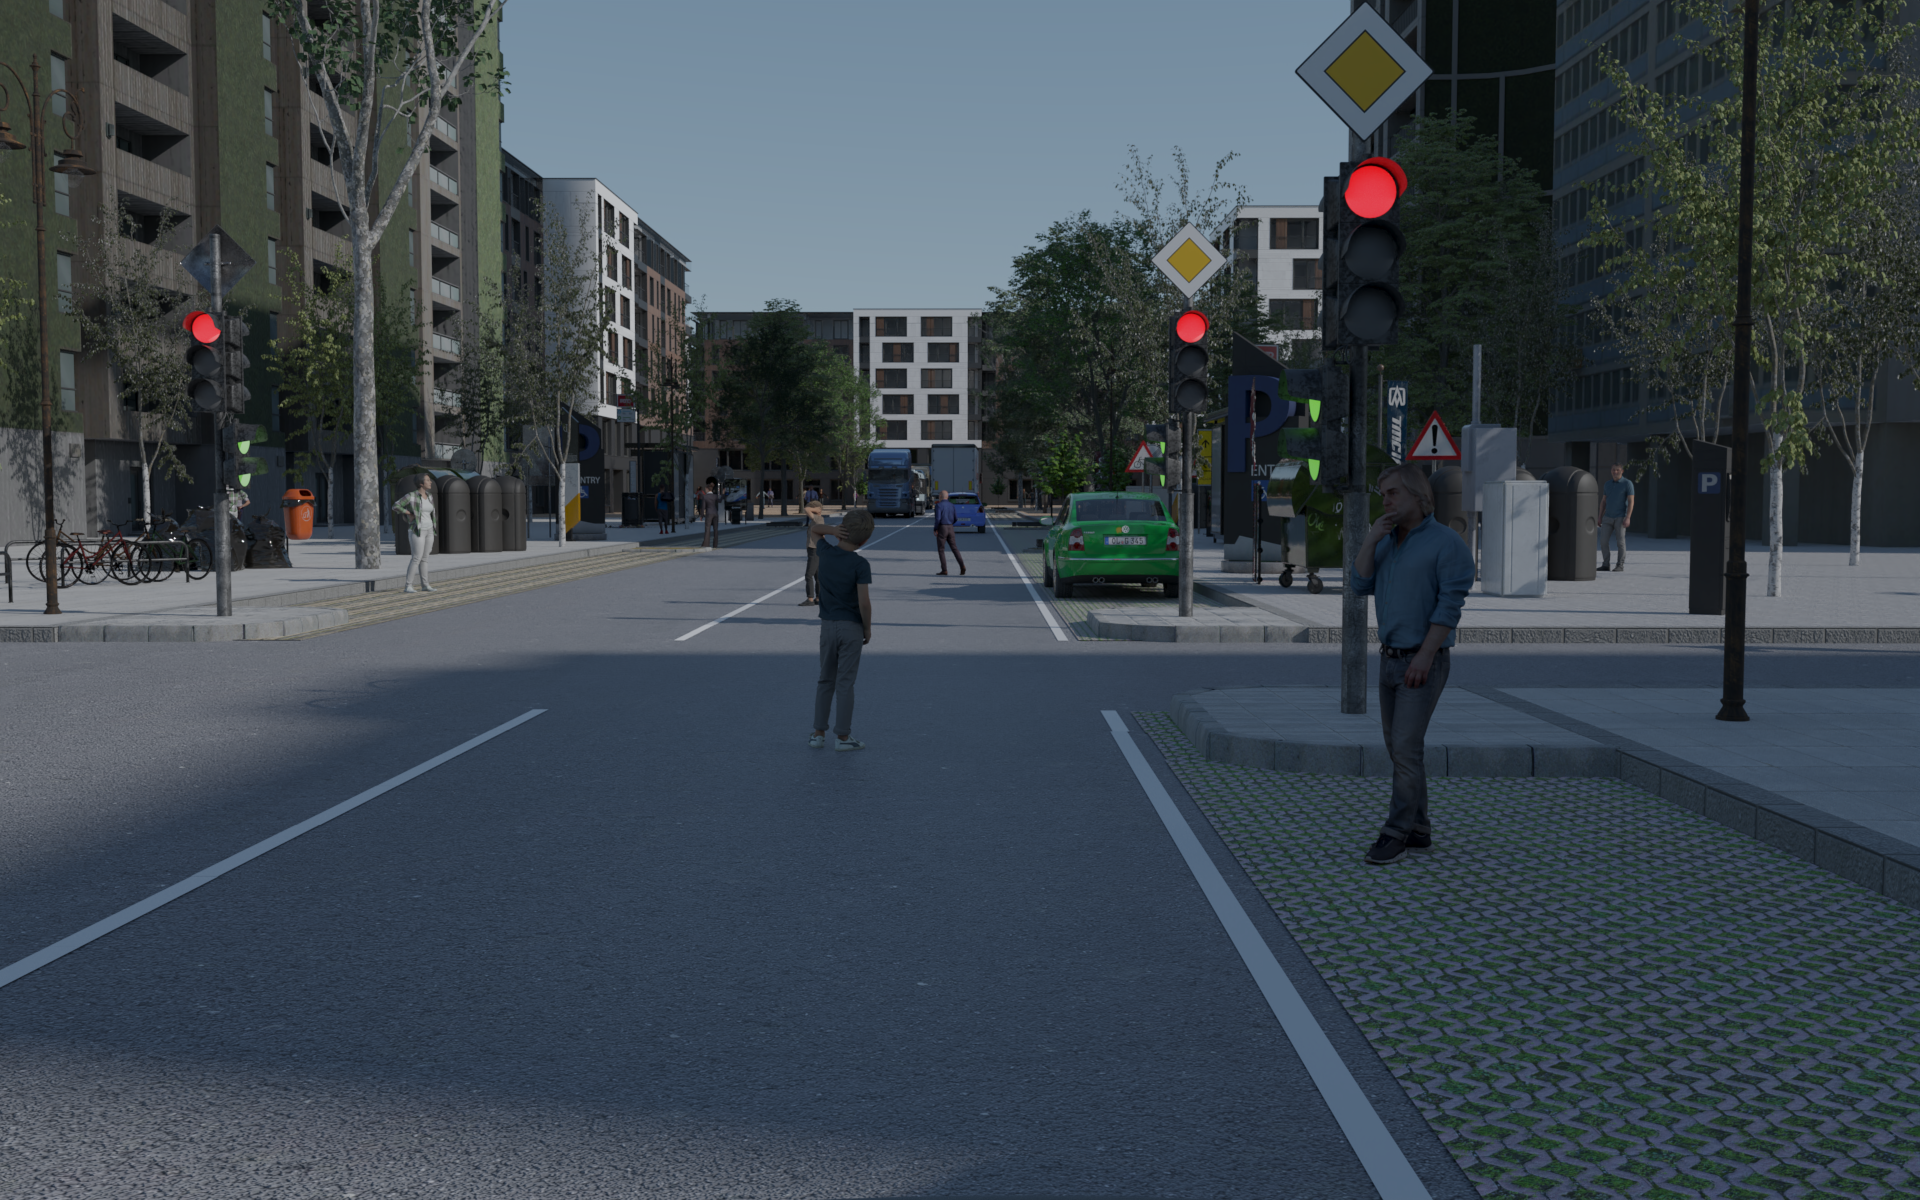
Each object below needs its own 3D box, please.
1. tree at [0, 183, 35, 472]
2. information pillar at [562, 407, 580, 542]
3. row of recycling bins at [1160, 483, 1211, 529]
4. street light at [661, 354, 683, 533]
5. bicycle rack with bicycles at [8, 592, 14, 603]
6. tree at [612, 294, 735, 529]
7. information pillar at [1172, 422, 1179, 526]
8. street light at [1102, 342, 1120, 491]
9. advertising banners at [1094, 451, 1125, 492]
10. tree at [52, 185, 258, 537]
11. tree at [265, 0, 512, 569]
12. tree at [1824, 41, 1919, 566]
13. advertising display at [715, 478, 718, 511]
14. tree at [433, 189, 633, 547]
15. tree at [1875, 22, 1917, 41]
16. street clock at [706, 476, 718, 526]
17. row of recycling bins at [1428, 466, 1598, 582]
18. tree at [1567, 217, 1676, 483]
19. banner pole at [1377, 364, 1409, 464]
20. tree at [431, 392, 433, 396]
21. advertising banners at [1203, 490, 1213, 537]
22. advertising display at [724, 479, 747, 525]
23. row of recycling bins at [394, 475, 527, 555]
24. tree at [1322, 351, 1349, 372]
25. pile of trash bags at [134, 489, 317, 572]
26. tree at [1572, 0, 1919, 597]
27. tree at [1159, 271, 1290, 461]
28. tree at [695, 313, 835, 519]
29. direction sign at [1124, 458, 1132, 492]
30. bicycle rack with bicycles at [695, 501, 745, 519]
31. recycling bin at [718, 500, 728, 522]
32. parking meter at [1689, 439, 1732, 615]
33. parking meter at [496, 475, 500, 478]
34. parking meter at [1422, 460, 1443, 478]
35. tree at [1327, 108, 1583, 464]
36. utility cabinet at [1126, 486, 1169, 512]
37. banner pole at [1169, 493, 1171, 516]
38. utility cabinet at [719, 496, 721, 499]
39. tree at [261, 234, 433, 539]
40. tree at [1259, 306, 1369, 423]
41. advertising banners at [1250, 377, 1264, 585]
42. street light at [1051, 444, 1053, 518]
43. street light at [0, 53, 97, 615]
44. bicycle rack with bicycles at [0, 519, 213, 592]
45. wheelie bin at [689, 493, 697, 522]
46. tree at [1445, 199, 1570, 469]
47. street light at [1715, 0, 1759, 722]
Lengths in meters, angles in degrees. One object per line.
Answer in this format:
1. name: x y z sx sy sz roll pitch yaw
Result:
1. tree: -20.467 -5.142 34.438 4.737 8.622 4.395 0 3 0
2. information pillar: -10.509 -3.389 46.761 0.504 3.616 0.183 1 4 17
3. row of recycling bins: 8.425 -3.500 64.338 1.069 1.692 3.534 2 4 34
4. street light: -9.513 -5.169 57.295 0.468 5.910 1.993 0 4 0
5. bicycle rack with bicycles: -12.258 -0.369 19.420 2.852 0.926 2.925 0 4 4
6. tree: -10.228 -6.910 63.335 4.737 8.622 4.395 0 3 0
7. information pillar: 6.897 -3.915 55.364 0.183 3.616 0.504 -1 4 -13
8. street light: 4.595 -4.885 52.664 0.468 5.910 1.993 0 4 0
9. advertising banners: 6.468 -4.523 70.132 2.074 3.025 0.090 1 4 10
10. tree: -19.684 -5.621 42.259 4.360 8.622 3.978 0 3 0
11. tree: -8.668 -10.600 29.204 12.611 20.169 13.585 0 3 0
12. tree: 15.948 -4.931 30.986 4.360 8.622 3.978 0 3 0
13. advertising display: -10.037 -4.049 71.413 0.123 1.923 0.974 0 4 -6
14. tree: -9.807 -5.596 41.850 4.360 8.622 3.978 0 3 0
15. tree: 14.798 -4.632 26.088 4.360 8.622 3.978 0 3 0
16. street clock: -10.070 -4.026 70.392 0.471 2.002 0.358 0 4 7
17. row of recycling bins: 7.716 -1.133 25.637 3.534 1.692 1.069 0 4 -7
18. tree: 15.604 -5.260 36.371 4.360 8.622 3.978 0 3 0
19. banner pole: 8.334 -2.667 33.618 0.863 3.779 0.401 -1 4 -20
20. tree: -19.068 -7.227 68.524 4.360 8.622 3.978 0 3 0
21. advertising banners: 8.320 -3.395 51.694 2.074 3.025 0.090 0 4 8
22. advertising display: -9.433 -4.137 72.850 0.974 1.923 0.123 -1 4 -19
23. row of recycling bins: -10.810 -1.878 37.818 1.069 1.692 3.534 2 4 29
24. tree: 12.552 -6.717 60.178 4.360 8.622 3.978 0 3 0
25. pile of trash bags: -12.456 -1.243 30.078 1.912 1.369 3.447 1 4 18
26. tree: 9.967 -4.347 21.442 4.737 8.622 4.395 0 3 0
27. tree: 13.702 -10.386 87.932 7.486 12.596 7.792 0 3 0
28. tree: -9.891 -9.428 88.555 7.601 10.594 8.767 -1 4 -23
29. direction sign: 8.633 -5.998 90.068 0.876 3.537 0.379 -3 5 -40
30. bicycle rack with bicycles: -12.126 -4.646 89.348 2.852 0.926 2.925 -2 4 -35
31. recycling bin: -11.046 -4.096 79.521 0.722 1.027 0.722 0 4 -2
32. parking meter: 8.011 -0.778 18.438 0.399 1.863 0.255 3 4 37
33. parking meter: -13.904 -2.878 52.774 0.399 1.863 0.255 -1 4 -10
34. parking meter: 7.842 -1.411 28.784 0.255 1.863 0.399 2 4 32
35. tree: 14.589 -8.159 51.523 7.486 12.596 7.792 0 3 0
36. utility cabinet: 5.230 -2.431 48.424 1.173 1.500 0.318 0 4 2
37. banner pole: 6.918 -4.111 57.239 0.401 3.779 0.863 0 4 -1
38. utility cabinet: -11.793 -4.479 84.387 0.306 1.237 1.020 0 4 4
39. tree: -18.120 -6.087 49.890 4.737 8.622 4.395 0 3 0
40. tree: 13.709 -7.202 68.111 4.737 8.622 4.395 0 3 0
41. advertising banners: 4.335 -1.783 25.337 0.090 3.025 2.074 0 4 6
42. street light: 4.866 -7.279 91.793 0.468 5.910 1.993 0 4 0
43. street light: -9.704 -2.786 18.343 0.468 5.910 1.993 0 4 0
44. bicycle rack with bicycles: -12.217 -0.708 24.963 2.852 0.926 2.925 3 5 40
45. wheelie bin: -12.508 -4.372 79.385 0.980 1.594 0.693 1 4 21
46. tree: 14.352 -5.737 44.164 4.360 8.622 3.978 0 3 0
47. street light: 4.393 -2.256 9.669 0.468 5.910 1.993 0 4 0
